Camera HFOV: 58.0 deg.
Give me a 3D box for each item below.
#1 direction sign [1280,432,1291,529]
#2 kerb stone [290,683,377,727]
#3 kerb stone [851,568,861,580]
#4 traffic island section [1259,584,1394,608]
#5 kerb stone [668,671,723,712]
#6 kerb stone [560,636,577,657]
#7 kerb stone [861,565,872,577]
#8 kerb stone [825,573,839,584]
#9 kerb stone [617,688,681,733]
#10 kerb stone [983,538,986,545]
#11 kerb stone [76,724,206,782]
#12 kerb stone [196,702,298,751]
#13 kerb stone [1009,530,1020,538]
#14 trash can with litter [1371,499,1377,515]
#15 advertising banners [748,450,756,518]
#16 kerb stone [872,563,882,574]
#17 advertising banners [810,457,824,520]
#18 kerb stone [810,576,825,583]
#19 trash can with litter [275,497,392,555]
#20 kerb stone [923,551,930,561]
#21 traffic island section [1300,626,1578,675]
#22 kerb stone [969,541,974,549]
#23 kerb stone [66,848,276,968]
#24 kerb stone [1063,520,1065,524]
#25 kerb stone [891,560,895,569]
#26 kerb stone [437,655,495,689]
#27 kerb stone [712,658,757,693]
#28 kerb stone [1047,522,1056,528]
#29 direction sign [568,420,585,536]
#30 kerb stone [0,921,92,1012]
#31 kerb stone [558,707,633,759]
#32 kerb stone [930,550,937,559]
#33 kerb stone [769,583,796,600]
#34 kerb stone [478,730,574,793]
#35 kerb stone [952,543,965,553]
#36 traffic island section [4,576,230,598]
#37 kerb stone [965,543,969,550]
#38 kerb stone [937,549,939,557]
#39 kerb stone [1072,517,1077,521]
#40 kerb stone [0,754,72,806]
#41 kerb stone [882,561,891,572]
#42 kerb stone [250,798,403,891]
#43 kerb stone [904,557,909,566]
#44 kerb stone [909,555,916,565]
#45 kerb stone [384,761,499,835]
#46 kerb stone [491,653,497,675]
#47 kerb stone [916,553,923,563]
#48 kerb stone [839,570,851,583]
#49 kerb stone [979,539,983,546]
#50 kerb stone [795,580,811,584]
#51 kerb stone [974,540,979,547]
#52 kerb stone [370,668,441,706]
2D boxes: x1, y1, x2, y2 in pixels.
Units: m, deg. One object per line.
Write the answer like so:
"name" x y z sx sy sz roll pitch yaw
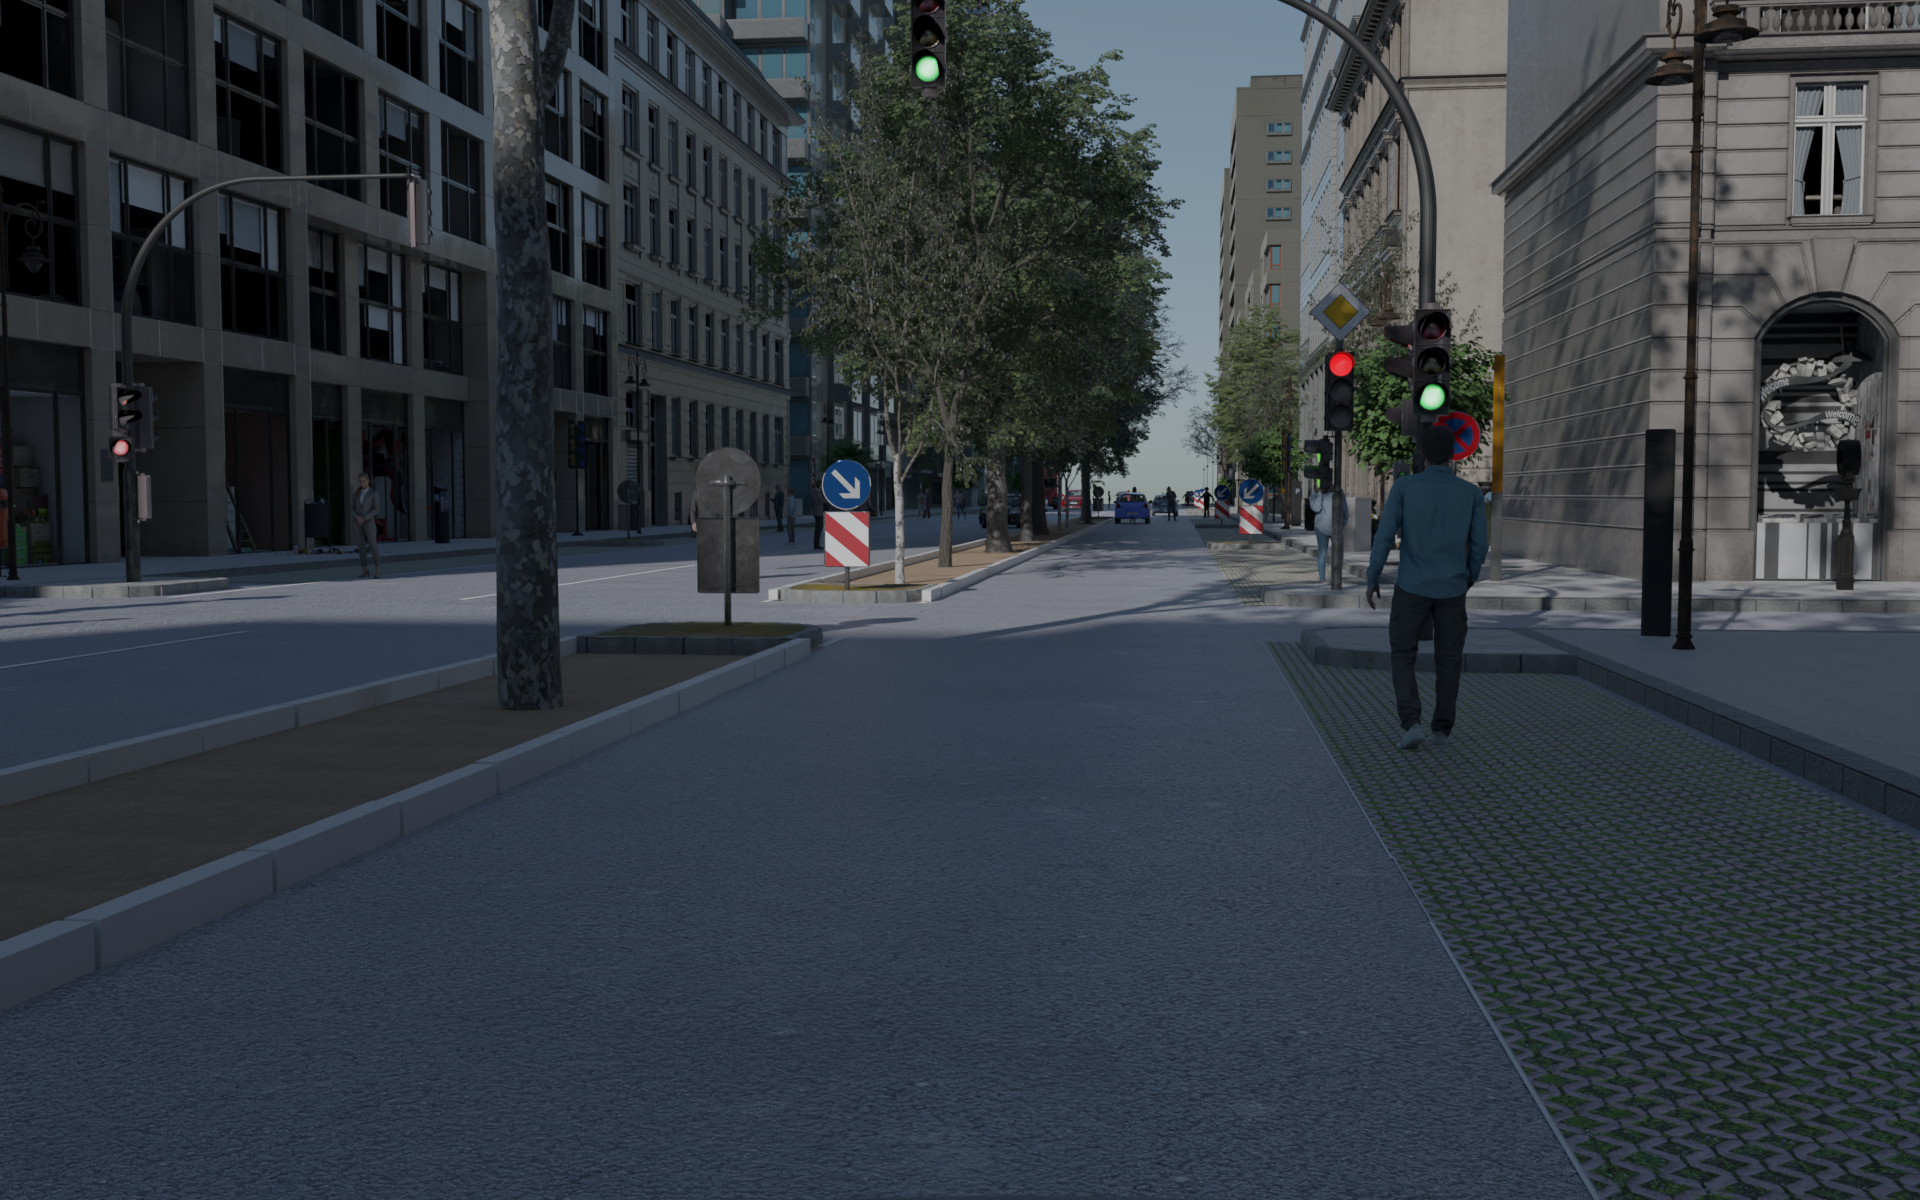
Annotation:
"direction sign" 11.935 -4.371 63.465 0.379 3.537 0.876 2 4 32
"kerb stone" -4.036 0.680 11.081 0.120 0.150 1.000 0 4 7
"kerb stone" -1.838 -0.410 28.905 0.120 0.150 1.000 0 4 7
"traffic island section" 5.061 -0.056 23.191 2.009 0.180 2.903 0 4 7
"kerb stone" -1.831 0.633 11.846 0.120 0.150 1.000 0 4 7
"kerb stone" -3.528 0.433 15.157 0.120 0.150 1.000 0 4 7
"kerb stone" -1.709 -0.473 29.925 0.120 0.150 1.000 0 4 7
"kerb stone" -2.076 -0.286 26.873 0.120 0.150 1.000 0 4 7
"kerb stone" -1.961 0.695 10.832 0.120 0.150 1.000 0 4 7
"kerb stone" 0.567 -1.593 48.242 0.120 0.150 1.000 0 4 7
"kerb stone" -4.291 0.804 9.051 0.120 0.150 1.000 0 4 7
"kerb stone" -4.174 0.744 10.068 0.120 0.150 1.000 0 4 7
"kerb stone" 1.831 -2.217 58.438 0.120 0.150 1.000 0 4 7
"trash can with litter" 10.235 -2.011 44.269 0.624 1.170 1.055 -1 4 -9
"advertising banners" -8.449 -4.533 70.301 0.090 3.025 2.074 0 4 1
"kerb stone" -1.584 -0.534 30.946 0.120 0.150 1.000 0 4 7
"advertising banners" -6.784 -5.343 83.545 0.090 3.025 2.074 1 4 19
"kerb stone" -2.213 -0.224 25.858 0.120 0.150 1.000 0 4 7
"trash can with litter" -13.400 -1.595 37.137 2.233 1.210 1.678 0 4 -7
"kerb stone" -0.820 -0.909 37.064 0.120 0.150 1.000 0 4 7
"traffic island section" 4.079 0.429 15.266 2.009 0.180 2.903 0 4 7
"kerb stone" 0.190 -1.403 45.190 0.120 0.150 1.000 0 4 7
"kerb stone" -2.590 1.008 5.732 0.120 0.150 1.000 0 4 7
"kerb stone" 4.728 -3.642 81.818 0.120 0.150 1.000 0 4 7
"kerb stone" -1.332 -0.659 32.982 0.120 0.150 1.000 0 4 7
"kerb stone" -3.792 0.560 13.117 0.120 0.150 1.000 0 4 7
"kerb stone" -1.708 0.571 12.861 0.120 0.150 1.000 0 4 7
"kerb stone" 3.975 -3.272 75.718 0.120 0.150 1.000 0 4 7
"direction sign" -11.781 -3.747 53.262 0.379 3.537 0.876 1 4 21
"kerb stone" -2.722 1.071 4.718 0.120 0.150 1.000 0 4 7
"kerb stone" -2.084 0.757 9.817 0.120 0.150 1.000 0 4 7
"kerb stone" -0.693 -0.971 38.078 0.120 0.150 1.000 0 4 7
"kerb stone" -2.456 -0.094 23.818 0.120 0.150 1.000 0 4 7
"kerb stone" -2.204 0.819 8.798 0.120 0.150 1.000 0 4 7
"kerb stone" -0.066 -1.279 43.152 0.120 0.150 1.000 0 4 7
"traffic island section" -12.099 -0.186 25.315 2.009 0.180 2.903 0 4 7
"kerb stone" 0.056 -1.340 44.177 0.120 0.150 1.000 0 4 7
"kerb stone" -0.575 -1.033 39.094 0.120 0.150 1.000 0 4 7
"kerb stone" 5.989 -4.269 91.992 0.120 0.150 1.000 0 4 7
"kerb stone" -4.412 0.866 8.031 0.120 0.150 1.000 0 4 7
"kerb stone" -1.460 -0.597 31.961 0.120 0.150 1.000 0 4 7
"kerb stone" -2.460 0.945 6.748 0.120 0.150 1.000 0 4 7
"kerb stone" -1.197 -0.718 34.007 0.120 0.150 1.000 0 4 7
"kerb stone" -1.074 -0.784 35.026 0.120 0.150 1.000 0 4 7
"kerb stone" -2.331 0.888 7.767 0.120 0.150 1.000 0 4 7
"kerb stone" -3.661 0.495 14.143 0.120 0.150 1.000 0 4 7
"kerb stone" -0.948 -0.843 36.040 0.120 0.150 1.000 0 4 7
"kerb stone" -1.956 -0.348 27.890 0.120 0.150 1.000 0 4 7
"kerb stone" 0.438 -1.525 47.223 0.120 0.150 1.000 0 4 7
"kerb stone" -2.335 -0.162 24.838 0.120 0.150 1.000 0 4 7
"kerb stone" 0.315 -1.465 46.209 0.120 0.150 1.000 0 4 7
"kerb stone" -3.915 0.618 12.098 0.120 0.150 1.000 0 4 7
